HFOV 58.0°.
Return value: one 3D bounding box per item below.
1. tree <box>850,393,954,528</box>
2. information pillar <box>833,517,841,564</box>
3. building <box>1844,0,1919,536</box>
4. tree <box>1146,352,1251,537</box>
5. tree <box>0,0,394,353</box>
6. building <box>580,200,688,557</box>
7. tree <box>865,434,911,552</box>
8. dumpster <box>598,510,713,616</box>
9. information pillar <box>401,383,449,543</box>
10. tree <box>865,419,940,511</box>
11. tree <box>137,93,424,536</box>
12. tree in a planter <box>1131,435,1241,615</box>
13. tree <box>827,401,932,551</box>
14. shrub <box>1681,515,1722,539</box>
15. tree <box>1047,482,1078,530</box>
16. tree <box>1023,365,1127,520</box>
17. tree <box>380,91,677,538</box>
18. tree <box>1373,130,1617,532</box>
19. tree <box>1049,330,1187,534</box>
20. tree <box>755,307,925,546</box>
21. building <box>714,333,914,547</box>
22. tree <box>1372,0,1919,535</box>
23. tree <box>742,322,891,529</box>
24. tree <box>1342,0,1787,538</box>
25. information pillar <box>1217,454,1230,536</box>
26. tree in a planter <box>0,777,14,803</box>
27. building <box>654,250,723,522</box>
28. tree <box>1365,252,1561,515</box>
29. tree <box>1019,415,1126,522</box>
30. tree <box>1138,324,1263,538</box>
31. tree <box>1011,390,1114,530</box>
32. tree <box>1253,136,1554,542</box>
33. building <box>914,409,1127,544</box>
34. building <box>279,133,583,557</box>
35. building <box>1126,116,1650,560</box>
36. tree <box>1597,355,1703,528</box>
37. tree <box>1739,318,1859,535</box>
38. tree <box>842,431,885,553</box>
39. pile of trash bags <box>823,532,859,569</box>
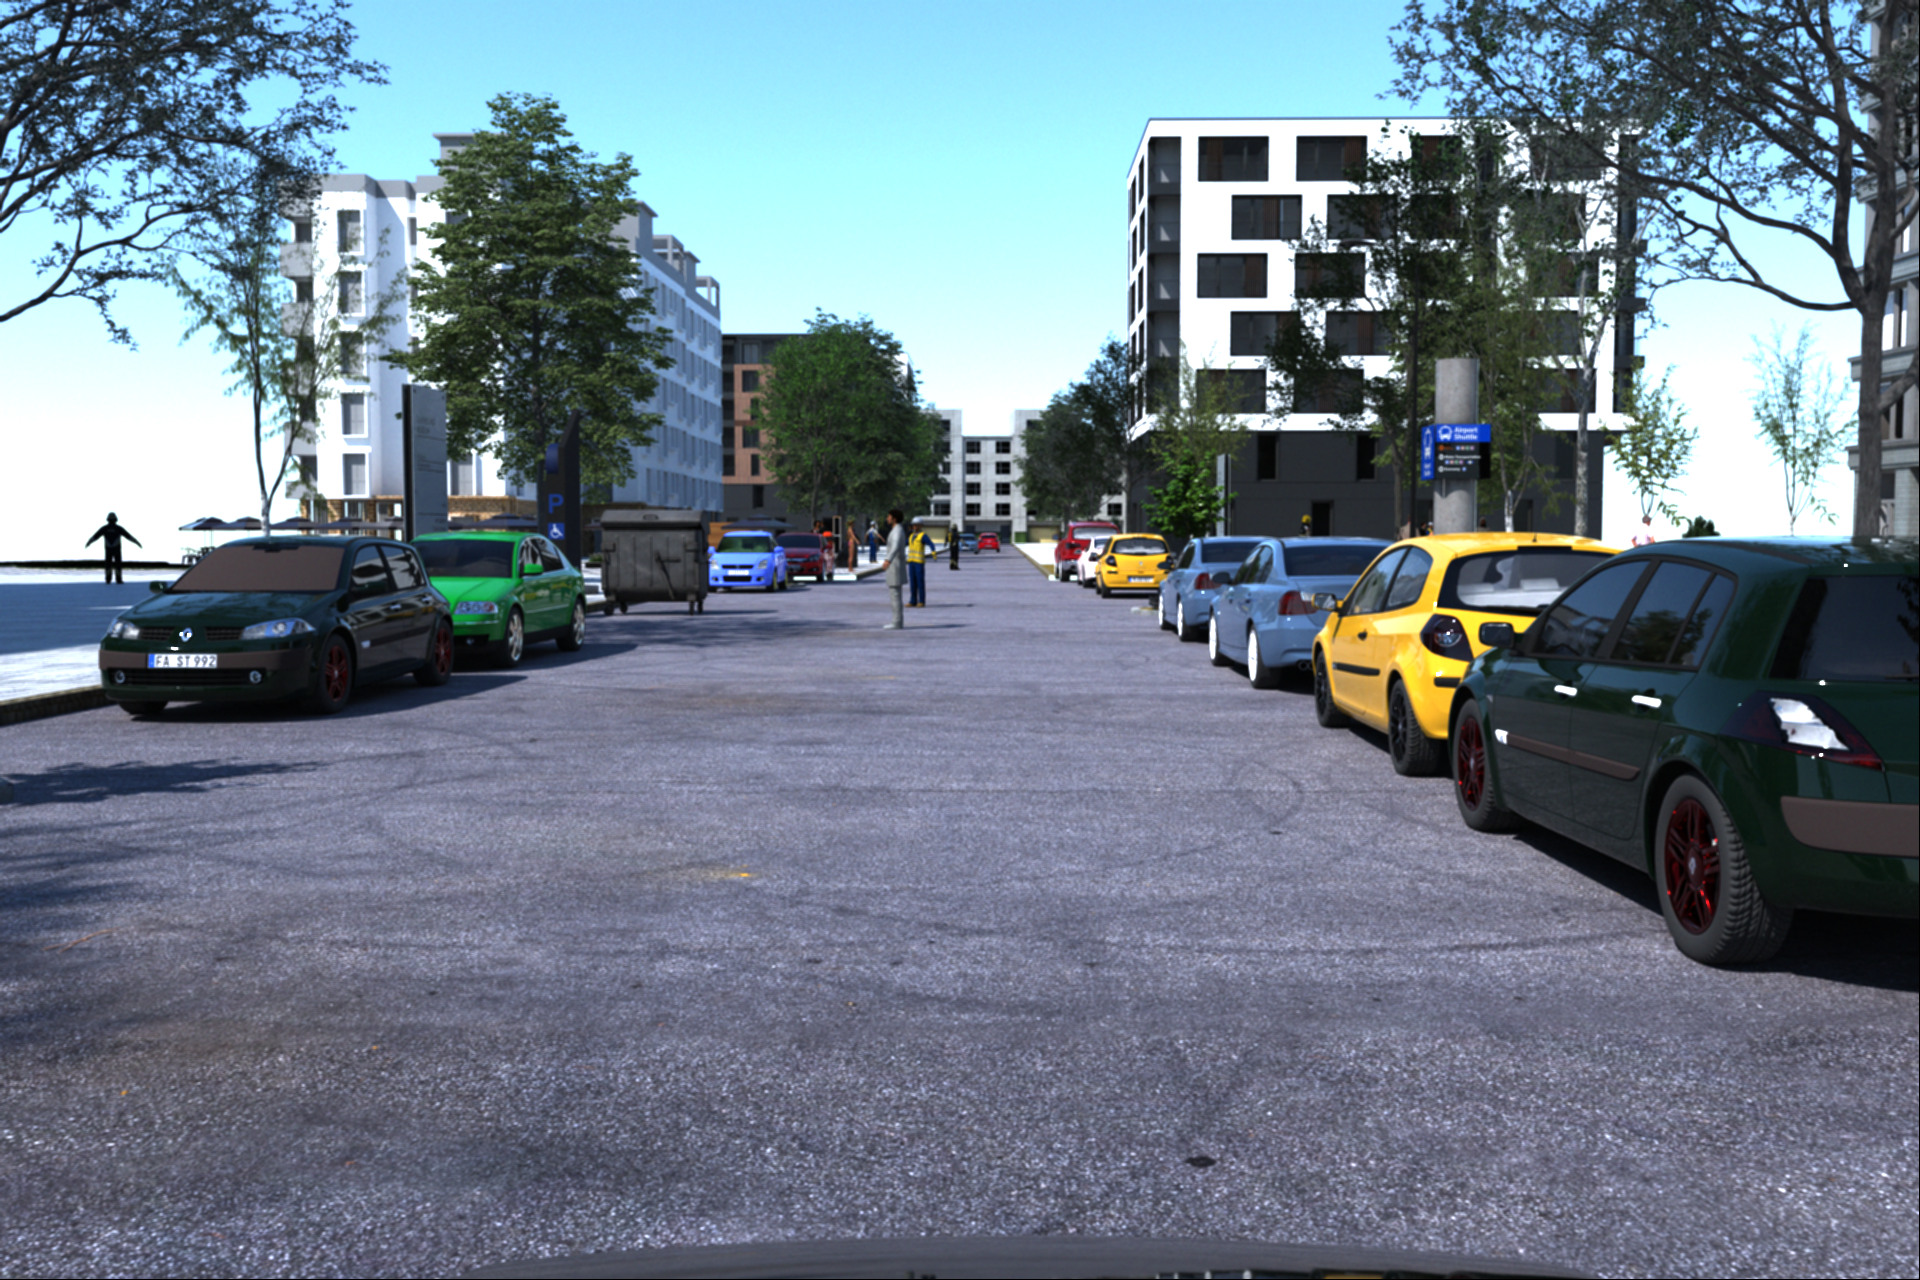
[{"bbox_3d":[-5.487,-15.310,156.976,9.857,13.997,8.962,0,3,0],"label":"tree"},{"bbox_3d":[-5.202,-4.215,73.404,0.304,2.012,0.304,0,4,0],"label":"information pillar"},{"bbox_3d":[26.245,-11.519,35.012,8.464,21.280,15.925,0,4,1],"label":"building"},{"bbox_3d":[9.792,-7.280,69.391,4.737,8.622,4.395,0,3,0],"label":"tree"},{"bbox_3d":[-11.521,-6.652,19.138,12.009,13.543,11.850,0,3,0],"label":"tree"},{"bbox_3d":[-22.910,-14.881,99.716,16.016,20.090,11.380,0,4,1],"label":"building"},{"bbox_3d":[-5.621,-10.477,121.667,4.737,8.622,4.395,0,3,0],"label":"tree"},{"bbox_3d":[-5.414,-1.384,30.840,1.865,1.857,1.264,0,4,1],"label":"dumpster"},{"bbox_3d":[-8.591,-2.236,27.882,0.184,3.620,1.656,0,4,2],"label":"information pillar"},{"bbox_3d":[-5.499,-13.420,145.179,9.928,11.665,9.643,0,3,0],"label":"tree"},{"bbox_3d":[-12.070,-4.833,29.383,4.360,8.622,3.978,0,3,0],"label":"tree"},{"bbox_3d":[4.116,-2.082,31.263,1.991,3.239,1.994,0,4,1],"label":"tree in a planter"},{"bbox_3d":[-6.075,-12.487,129.910,9.928,11.665,9.643,0,3,0],"label":"tree"},{"bbox_3d":[27.249,-3.628,63.743,1.690,2.028,1.600,0,3,0],"label":"shrub"},{"bbox_3d":[9.611,-12.740,158.655,4.360,8.622,3.978,0,3,0],"label":"tree"},{"bbox_3d":[9.595,-13.082,124.260,12.009,13.543,11.850,0,3,0],"label":"tree"},{"bbox_3d":[-11.316,-7.790,45.492,7.486,12.596,7.792,0,3,0],"label":"tree"},{"bbox_3d":[10.210,-4.962,31.489,4.360,8.622,3.978,0,3,0],"label":"tree"},{"bbox_3d":[7.615,-8.896,79.861,7.601,10.594,8.767,0,4,-5],"label":"tree"},{"bbox_3d":[-6.685,-11.732,98.477,9.857,13.997,8.962,0,3,0],"label":"tree"},{"bbox_3d":[-19.886,-21.345,192.959,27.936,21.610,32.646,0,4,1],"label":"building"},{"bbox_3d":[9.719,-6.584,18.012,12.009,13.543,11.850,0,3,0],"label":"tree"},{"bbox_3d":[-7.072,-9.731,84.861,9.928,11.665,9.643,0,3,0],"label":"tree"},{"bbox_3d":[19.094,-12.297,56.944,12.611,20.169,13.585,0,3,0],"label":"tree"},{"bbox_3d":[7.832,-3.686,51.577,0.184,3.620,1.656,0,4,1],"label":"information pillar"},{"bbox_3d":[-6.114,-0.708,8.795,1.991,3.239,1.994,0,4,1],"label":"tree in a planter"},{"bbox_3d":[-22.993,-15.935,116.953,16.016,20.090,11.380,0,4,1],"label":"building"},{"bbox_3d":[20.245,-9.274,69.757,7.486,12.596,7.792,0,3,0],"label":"tree"},{"bbox_3d":[8.950,-12.277,135.144,8.767,10.594,7.601,0,4,-4],"label":"tree"},{"bbox_3d":[8.067,-6.805,61.617,4.360,8.622,3.978,0,3,0],"label":"tree"},{"bbox_3d":[9.126,-14.866,149.717,9.857,13.997,8.962,0,3,0],"label":"tree"},{"bbox_3d":[10.339,-6.556,41.596,7.601,10.594,8.767,-2,4,-27],"label":"tree"},{"bbox_3d":[7.475,-23.379,251.167,31.486,18.905,16.747,0,4,-1],"label":"building"},{"bbox_3d":[-26.168,-13.869,83.179,16.016,20.090,11.380,0,4,1],"label":"building"},{"bbox_3d":[23.550,-15.751,101.506,27.936,21.610,32.646,0,4,1],"label":"building"},{"bbox_3d":[28.056,-7.350,70.542,4.737,8.622,4.395,0,3,0],"label":"tree"},{"bbox_3d":[28.429,-6.665,59.336,4.360,8.622,3.978,0,3,0],"label":"tree"},{"bbox_3d":[-6.405,-10.066,114.939,4.737,8.622,4.395,0,3,0],"label":"tree"},{"bbox_3d":[-4.837,-3.432,65.863,1.912,1.369,3.447,0,4,2],"label":"pile of trash bags"}]
